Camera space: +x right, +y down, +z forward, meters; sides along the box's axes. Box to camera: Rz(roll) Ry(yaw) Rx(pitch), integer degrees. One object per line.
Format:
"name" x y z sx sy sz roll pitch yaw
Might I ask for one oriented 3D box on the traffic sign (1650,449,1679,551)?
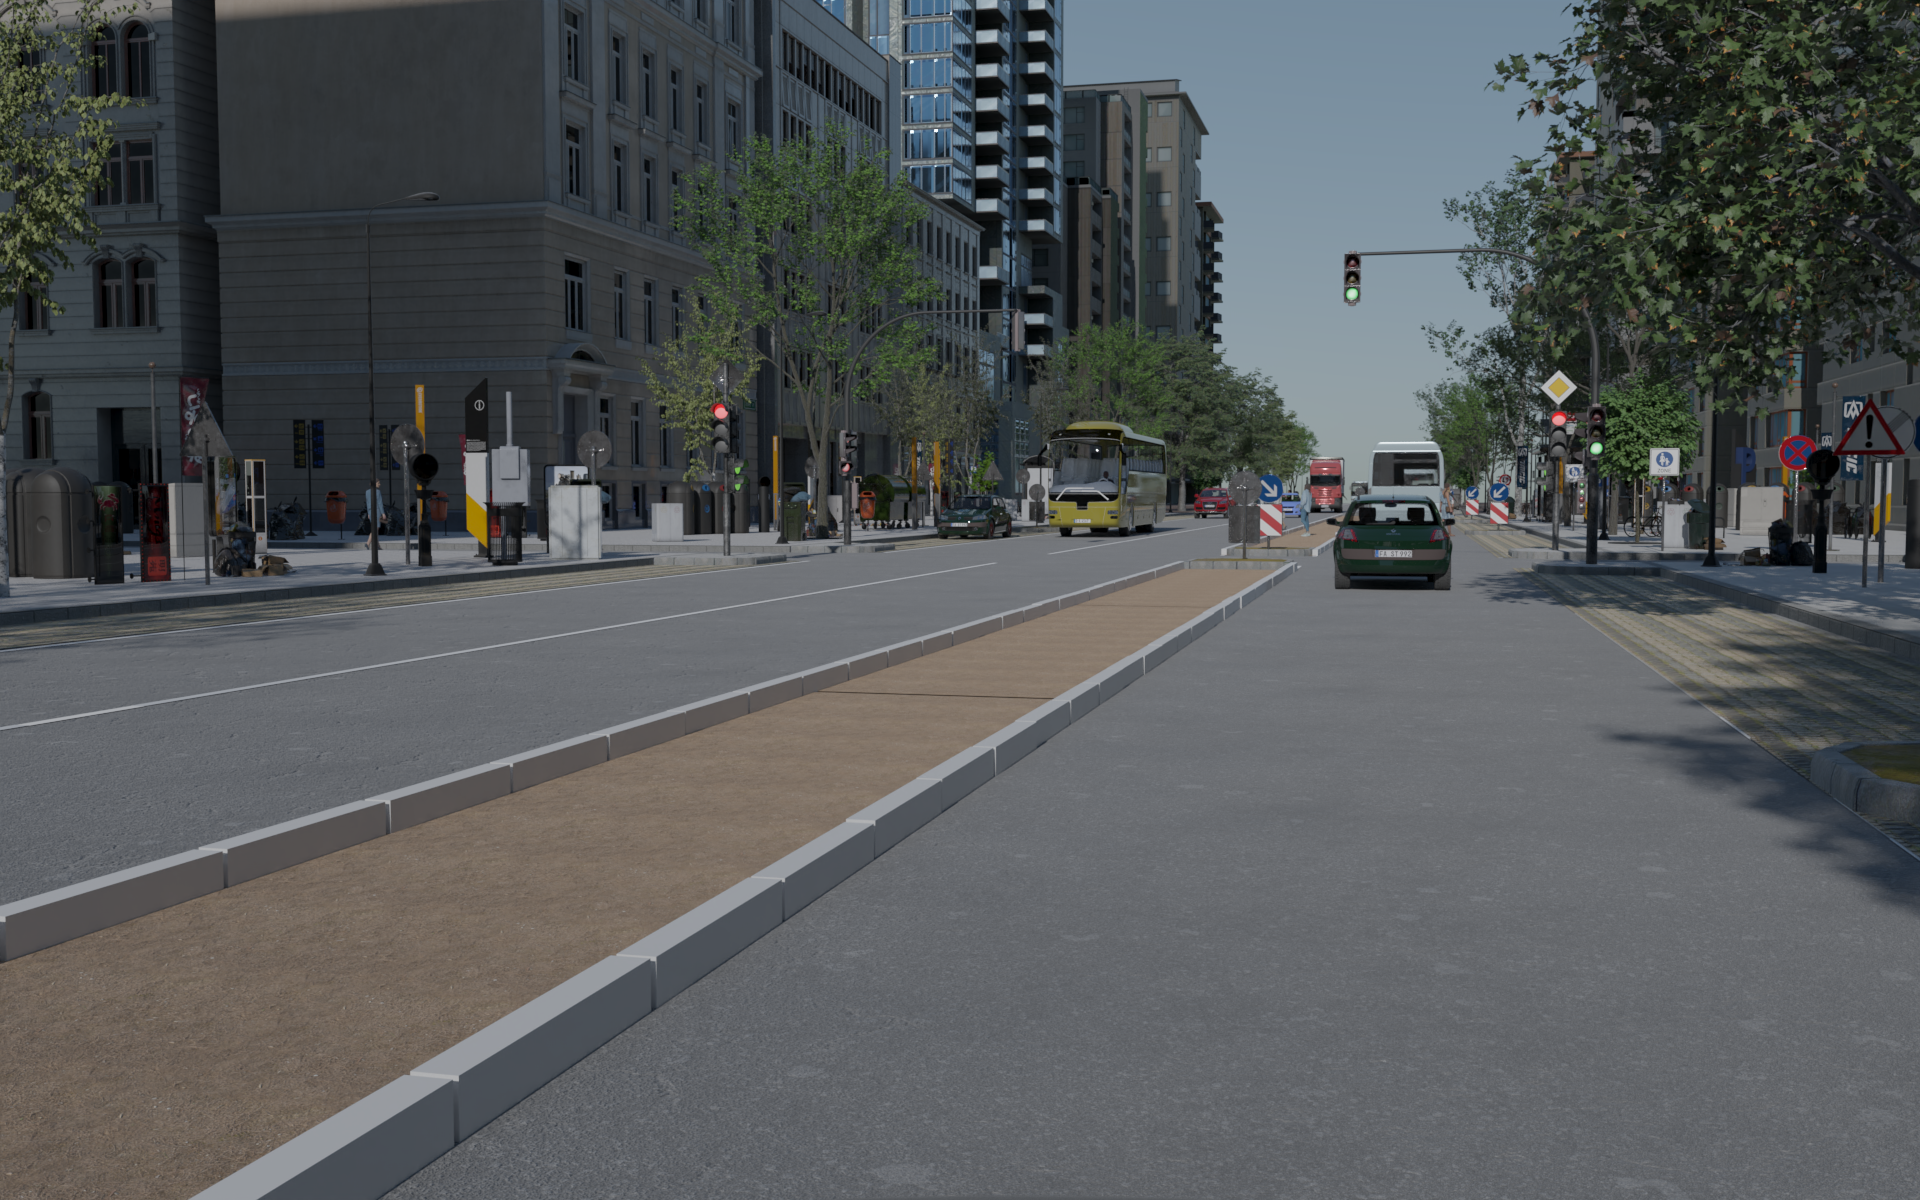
"traffic sign" 15.774 -2.245 38.829 0.606 2.300 0.079 1 4 23

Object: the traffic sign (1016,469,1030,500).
"traffic sign" 3.165 -5.333 87.305 0.768 2.556 0.104 1 4 22

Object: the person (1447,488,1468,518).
"person" 29.793 -5.836 104.134 1.509 1.804 0.699 1 4 9

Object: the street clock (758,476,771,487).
"street clock" -7.967 -4.039 70.605 0.471 2.002 0.358 -2 4 -25

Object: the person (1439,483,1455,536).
"person" 16.378 -3.048 58.429 0.778 1.811 0.616 0 4 -7

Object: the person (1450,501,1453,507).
"person" 26.484 -4.919 93.601 0.352 1.250 0.332 1 4 17

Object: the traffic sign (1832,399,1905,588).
"traffic sign" 12.417 -1.450 23.709 0.884 2.594 0.081 1 4 21

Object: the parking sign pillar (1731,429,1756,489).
"parking sign pillar" 32.676 -5.123 72.229 1.447 3.967 1.447 -3 4 -38

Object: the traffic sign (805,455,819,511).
"traffic sign" -4.776 -3.477 56.952 0.768 2.556 0.104 1 4 21

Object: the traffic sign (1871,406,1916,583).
"traffic sign" 13.349 -1.525 25.038 0.768 2.556 0.104 1 4 18

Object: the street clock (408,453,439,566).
"street clock" -9.518 -1.602 30.771 0.471 2.002 0.358 -3 4 -37

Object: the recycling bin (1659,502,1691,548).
"recycling bin" 17.136 -1.757 41.277 0.722 1.027 0.722 1 4 23

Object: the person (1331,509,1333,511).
"person" 31.489 -8.416 146.042 1.348 1.831 0.705 0 4 4

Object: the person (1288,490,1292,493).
"person" 22.460 -6.685 118.618 0.721 1.723 1.217 2 4 25

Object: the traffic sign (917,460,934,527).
"traffic sign" -1.434 -4.080 66.712 0.884 2.594 0.081 1 4 20

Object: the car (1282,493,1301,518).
"car" 20.024 -5.866 105.501 1.945 1.707 3.694 1 4 13

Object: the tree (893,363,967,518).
"tree" -1.493 -8.635 91.552 4.737 8.622 4.395 0 3 0

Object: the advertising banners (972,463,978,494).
"advertising banners" 0.843 -6.091 95.771 0.090 3.025 2.074 0 4 -7

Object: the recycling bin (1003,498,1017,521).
"recycling bin" 2.308 -4.327 83.299 0.722 1.027 0.722 -1 4 -17

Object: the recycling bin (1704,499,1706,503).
"recycling bin" 38.516 -4.674 88.968 0.722 1.027 0.722 -1 4 -19

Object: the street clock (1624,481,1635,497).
"street clock" 30.312 -4.520 78.468 0.471 2.002 0.358 1 4 18

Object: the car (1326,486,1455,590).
"car" 6.781 -1.069 27.259 2.009 1.686 4.222 1 4 13

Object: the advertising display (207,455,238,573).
"advertising display" -12.159 -1.430 28.587 0.123 1.923 0.974 0 4 -3

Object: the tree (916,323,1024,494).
"tree" 0.373 -7.642 75.311 4.360 8.622 3.978 0 3 0

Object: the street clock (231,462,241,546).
"street clock" -15.906 -2.032 37.800 0.358 2.002 0.471 0 4 5

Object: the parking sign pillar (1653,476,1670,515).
"parking sign pillar" 43.111 -7.194 106.098 1.447 3.967 1.447 1 4 9

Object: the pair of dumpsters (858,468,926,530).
"pair of dumpsters" -2.558 -3.773 64.175 1.574 2.255 4.437 1 4 14

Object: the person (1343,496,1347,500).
"person" 31.074 -8.165 141.937 1.348 1.831 0.705 0 4 4

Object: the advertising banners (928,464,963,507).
"advertising banners" -0.841 -6.240 98.218 2.074 3.025 0.090 1 4 13

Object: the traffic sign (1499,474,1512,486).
"traffic sign" 34.675 -6.732 110.177 0.768 2.556 0.104 1 4 22

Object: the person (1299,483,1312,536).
"person" 11.714 -3.046 58.566 0.793 1.790 0.793 0 4 0

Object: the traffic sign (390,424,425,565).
"traffic sign" -10.034 -1.915 31.408 0.768 2.556 0.104 1 4 22

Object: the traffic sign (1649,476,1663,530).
"traffic sign" 24.847 -3.808 62.263 0.884 2.594 0.081 1 4 22

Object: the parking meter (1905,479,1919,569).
"parking meter" 16.447 -1.303 29.721 0.372 1.533 0.369 0 3 0

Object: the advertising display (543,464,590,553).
"advertising display" -8.536 -1.983 37.635 0.974 1.923 0.123 0 4 -7

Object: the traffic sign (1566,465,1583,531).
"traffic sign" 21.315 -3.547 60.121 0.606 2.300 0.079 1 4 19

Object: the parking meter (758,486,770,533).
"parking meter" -6.524 -3.012 57.663 0.372 1.533 0.369 0 3 0

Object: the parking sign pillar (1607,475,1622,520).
"parking sign pillar" 32.797 -6.039 87.205 1.447 3.967 1.447 2 4 27

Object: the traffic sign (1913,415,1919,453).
"traffic sign" 14.333 -1.546 25.386 0.768 2.556 0.104 1 4 21

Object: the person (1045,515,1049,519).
"person" 3.990 -3.517 71.494 0.738 1.151 1.012 -1 4 -19

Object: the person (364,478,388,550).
"person" -14.624 -2.120 43.188 0.581 1.822 0.654 3 5 42

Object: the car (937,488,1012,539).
"car" 0.486 -2.807 55.680 2.009 1.686 4.222 1 4 14

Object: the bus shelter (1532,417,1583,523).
"bus shelter" 28.012 -6.337 81.250 2.179 5.291 8.768 1 4 15

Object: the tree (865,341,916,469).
"tree" -2.521 -8.018 81.459 4.360 8.622 3.978 0 3 0

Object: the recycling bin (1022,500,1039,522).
"recycling bin" 3.344 -4.148 80.376 0.722 1.027 0.722 3 4 39

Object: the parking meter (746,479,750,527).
"parking meter" -8.342 -3.753 67.076 0.399 1.863 0.255 2 4 33

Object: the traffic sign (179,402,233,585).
"traffic sign" -10.622 -1.491 24.384 0.884 2.594 0.081 1 4 16

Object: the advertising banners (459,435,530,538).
"advertising banners" -13.570 -3.319 50.458 2.074 3.025 0.090 0 4 4

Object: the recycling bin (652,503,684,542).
"recycling bin" -7.879 -2.086 46.663 0.722 1.027 0.722 -1 4 -22

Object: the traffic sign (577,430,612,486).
"traffic sign" -7.295 -2.104 34.511 0.768 2.556 0.104 1 4 17

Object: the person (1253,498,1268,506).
"person" 12.809 -3.969 73.746 0.623 1.781 0.721 -2 4 -25

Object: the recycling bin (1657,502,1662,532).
"recycling bin" 23.648 -2.747 57.465 0.722 1.027 0.722 -1 4 -22

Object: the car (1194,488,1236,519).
"car" 15.136 -5.746 102.621 2.281 1.827 5.304 1 4 16

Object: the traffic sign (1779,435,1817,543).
"traffic sign" 18.095 -2.285 37.472 0.768 2.556 0.104 1 4 15

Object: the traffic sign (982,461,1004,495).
"traffic sign" 1.261 -4.096 66.975 0.884 2.594 0.081 1 4 16

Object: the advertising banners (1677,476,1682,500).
"advertising banners" 30.620 -4.728 73.483 0.090 3.025 2.074 1 4 12

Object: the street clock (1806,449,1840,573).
"street clock" 13.958 -1.437 28.064 0.471 2.002 0.358 1 4 16

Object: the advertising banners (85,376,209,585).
"advertising banners" -11.770 -1.775 25.209 0.090 3.025 2.074 2 4 28

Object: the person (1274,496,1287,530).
"person" 12.573 -3.633 68.244 0.624 1.780 0.694 2 4 28
